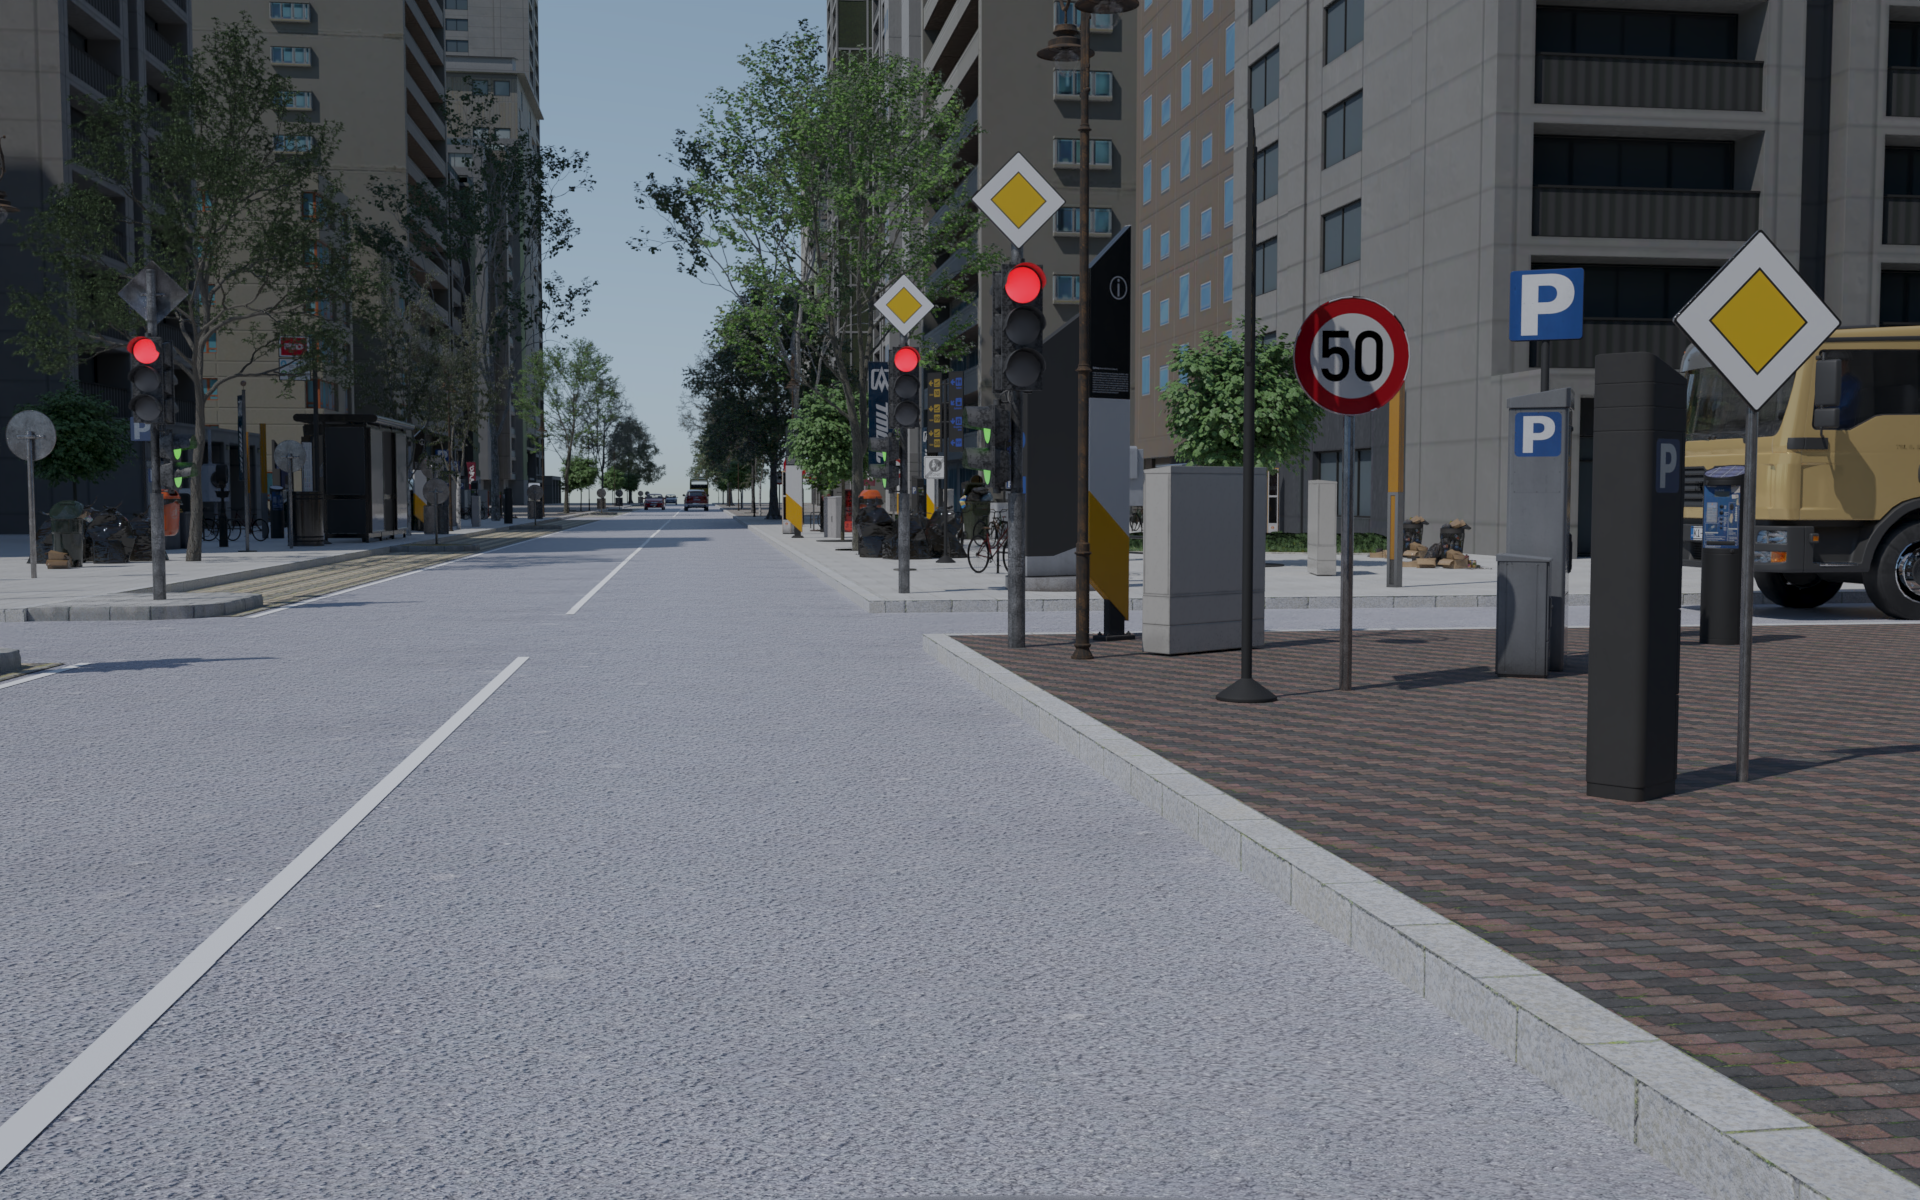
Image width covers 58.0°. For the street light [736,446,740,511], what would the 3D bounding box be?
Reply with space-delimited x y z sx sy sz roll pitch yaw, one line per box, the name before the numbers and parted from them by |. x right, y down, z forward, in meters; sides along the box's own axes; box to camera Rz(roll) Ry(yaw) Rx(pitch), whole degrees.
street light | -16.966 -9.774 132.596 0.468 5.910 1.993 -1 4 -9

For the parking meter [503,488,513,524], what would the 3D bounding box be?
parking meter | -19.550 -4.068 74.921 0.372 1.533 0.369 0 3 0

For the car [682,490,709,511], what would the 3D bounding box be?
car | -22.578 -8.533 148.180 2.281 1.827 5.304 -1 4 -10

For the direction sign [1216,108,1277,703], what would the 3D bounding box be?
direction sign | 1.785 -1.143 10.691 0.379 3.537 0.876 1 4 11

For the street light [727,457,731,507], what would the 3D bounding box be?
street light | -22.822 -12.142 171.308 0.468 5.910 1.993 -1 4 -9

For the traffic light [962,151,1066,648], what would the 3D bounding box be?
traffic light | 0.454 -1.557 14.382 0.839 4.253 0.868 -1 4 -9

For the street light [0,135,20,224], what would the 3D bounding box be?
street light | -11.817 -2.942 20.889 0.468 5.910 1.993 -1 4 -9

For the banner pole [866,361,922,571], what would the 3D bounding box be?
banner pole | -1.145 -2.378 28.902 0.863 3.779 0.401 -1 4 -18

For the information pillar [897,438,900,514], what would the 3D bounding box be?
information pillar | -2.164 -4.461 64.294 0.183 3.616 0.504 2 4 31

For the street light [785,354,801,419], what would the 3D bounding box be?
street light | -5.512 -5.161 57.174 0.468 5.910 1.993 -1 4 -9

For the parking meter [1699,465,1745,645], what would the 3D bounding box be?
parking meter | 6.561 -0.394 14.850 0.372 1.533 0.369 0 3 0

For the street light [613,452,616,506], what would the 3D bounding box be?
street light | -35.659 -12.598 178.758 0.468 5.910 1.993 -1 4 -9

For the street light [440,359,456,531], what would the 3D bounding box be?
street light | -17.522 -5.301 59.454 0.468 5.910 1.993 -1 4 -9

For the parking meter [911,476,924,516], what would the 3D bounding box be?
parking meter | -1.327 -2.986 54.526 0.255 1.863 0.399 -2 4 -35

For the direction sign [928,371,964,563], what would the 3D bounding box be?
direction sign | -0.267 -2.461 32.234 0.876 3.537 0.379 3 5 41

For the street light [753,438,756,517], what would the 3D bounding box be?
street light | -11.457 -7.555 96.307 0.468 5.910 1.993 -1 4 -9

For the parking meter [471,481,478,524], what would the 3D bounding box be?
parking meter | -20.829 -4.198 74.346 0.255 1.863 0.399 0 4 -3

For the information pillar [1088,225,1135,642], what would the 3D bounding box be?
information pillar | 1.290 -1.450 15.069 0.504 3.616 0.183 -3 4 -37

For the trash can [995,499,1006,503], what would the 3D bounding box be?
trash can | 1.419 -2.527 52.970 0.748 1.137 0.748 0 3 0

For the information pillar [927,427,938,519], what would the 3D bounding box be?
information pillar | -0.802 -3.645 50.947 0.183 3.616 0.504 -3 4 -36

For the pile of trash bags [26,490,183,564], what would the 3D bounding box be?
pile of trash bags | -16.124 -1.441 33.308 1.912 1.369 3.447 1 4 8

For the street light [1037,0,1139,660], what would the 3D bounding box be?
street light | 0.955 -2.479 13.321 0.468 5.910 1.993 -1 4 -9

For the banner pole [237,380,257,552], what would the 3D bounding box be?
banner pole | -15.921 -2.963 38.462 0.401 3.779 0.863 -2 4 -35

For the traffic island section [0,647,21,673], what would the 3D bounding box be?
traffic island section | -8.544 0.559 13.144 2.009 0.180 2.903 -1 4 -9

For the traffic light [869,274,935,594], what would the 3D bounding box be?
traffic light | -0.741 -2.040 22.278 0.839 4.253 0.868 -1 4 -9

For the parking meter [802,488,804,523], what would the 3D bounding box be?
parking meter | -6.780 -3.962 73.192 0.372 1.533 0.369 0 3 0

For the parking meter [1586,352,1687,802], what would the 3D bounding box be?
parking meter | 2.875 -0.101 7.357 0.399 1.863 0.255 -3 5 -44

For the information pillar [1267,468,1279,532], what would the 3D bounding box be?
information pillar | 8.860 -2.722 48.992 0.304 2.012 0.304 1 4 13

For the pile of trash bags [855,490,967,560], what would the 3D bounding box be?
pile of trash bags | -1.283 -1.574 35.485 1.912 1.369 3.447 -2 4 -27

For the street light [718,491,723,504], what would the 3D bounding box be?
street light | -35.339 -17.169 253.493 0.468 5.910 1.993 -1 4 -9

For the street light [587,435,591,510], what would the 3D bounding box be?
street light | -29.114 -9.973 135.853 0.468 5.910 1.993 -1 4 -9

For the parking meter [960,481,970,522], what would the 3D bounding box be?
parking meter | 0.232 -4.238 75.008 0.399 1.863 0.255 1 4 10

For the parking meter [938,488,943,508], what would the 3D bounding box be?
parking meter | -0.890 -3.977 73.443 0.372 1.533 0.369 0 3 0

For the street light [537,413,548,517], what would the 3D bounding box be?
street light | -23.405 -7.608 97.185 0.468 5.910 1.993 -1 4 -9

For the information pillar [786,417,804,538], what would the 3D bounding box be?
information pillar | -4.818 -3.614 50.438 0.504 3.616 0.183 0 4 8

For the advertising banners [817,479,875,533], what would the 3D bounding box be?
advertising banners | -3.724 -3.762 57.696 2.074 3.025 0.090 0 4 4

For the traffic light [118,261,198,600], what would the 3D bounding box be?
traffic light | -9.698 -1.957 20.911 0.839 4.253 0.868 -1 4 -9

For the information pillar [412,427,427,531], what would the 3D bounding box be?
information pillar | -18.553 -4.169 59.522 0.183 3.616 0.504 3 5 40

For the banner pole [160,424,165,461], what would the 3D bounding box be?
banner pole | -24.901 -3.914 54.008 0.863 3.779 0.401 3 4 38

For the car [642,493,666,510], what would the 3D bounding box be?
car | -27.651 -9.040 156.846 2.155 1.783 4.494 0 4 -7

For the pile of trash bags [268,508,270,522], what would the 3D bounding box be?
pile of trash bags | -31.850 -4.248 79.204 3.447 1.369 1.912 -2 4 -24

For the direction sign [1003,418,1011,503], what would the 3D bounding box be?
direction sign | 1.314 -3.643 51.564 0.379 3.537 0.876 2 4 34

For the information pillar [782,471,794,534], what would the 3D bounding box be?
information pillar | -5.487 -3.112 55.368 0.304 2.012 0.304 1 4 19

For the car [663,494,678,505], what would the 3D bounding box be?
car | -38.626 -13.407 231.199 2.014 1.417 4.499 -1 4 -9

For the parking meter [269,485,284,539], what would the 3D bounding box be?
parking meter | -19.721 -2.544 50.005 0.372 1.533 0.369 0 3 0

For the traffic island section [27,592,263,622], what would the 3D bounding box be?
traffic island section | -9.739 0.076 21.040 2.009 0.180 2.903 -1 4 -9

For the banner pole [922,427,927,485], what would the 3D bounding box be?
banner pole | -1.184 -4.104 57.110 0.863 3.779 0.401 3 5 41

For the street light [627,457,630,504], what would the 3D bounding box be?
street light | -41.526 -14.945 217.131 0.468 5.910 1.993 -1 4 -9
